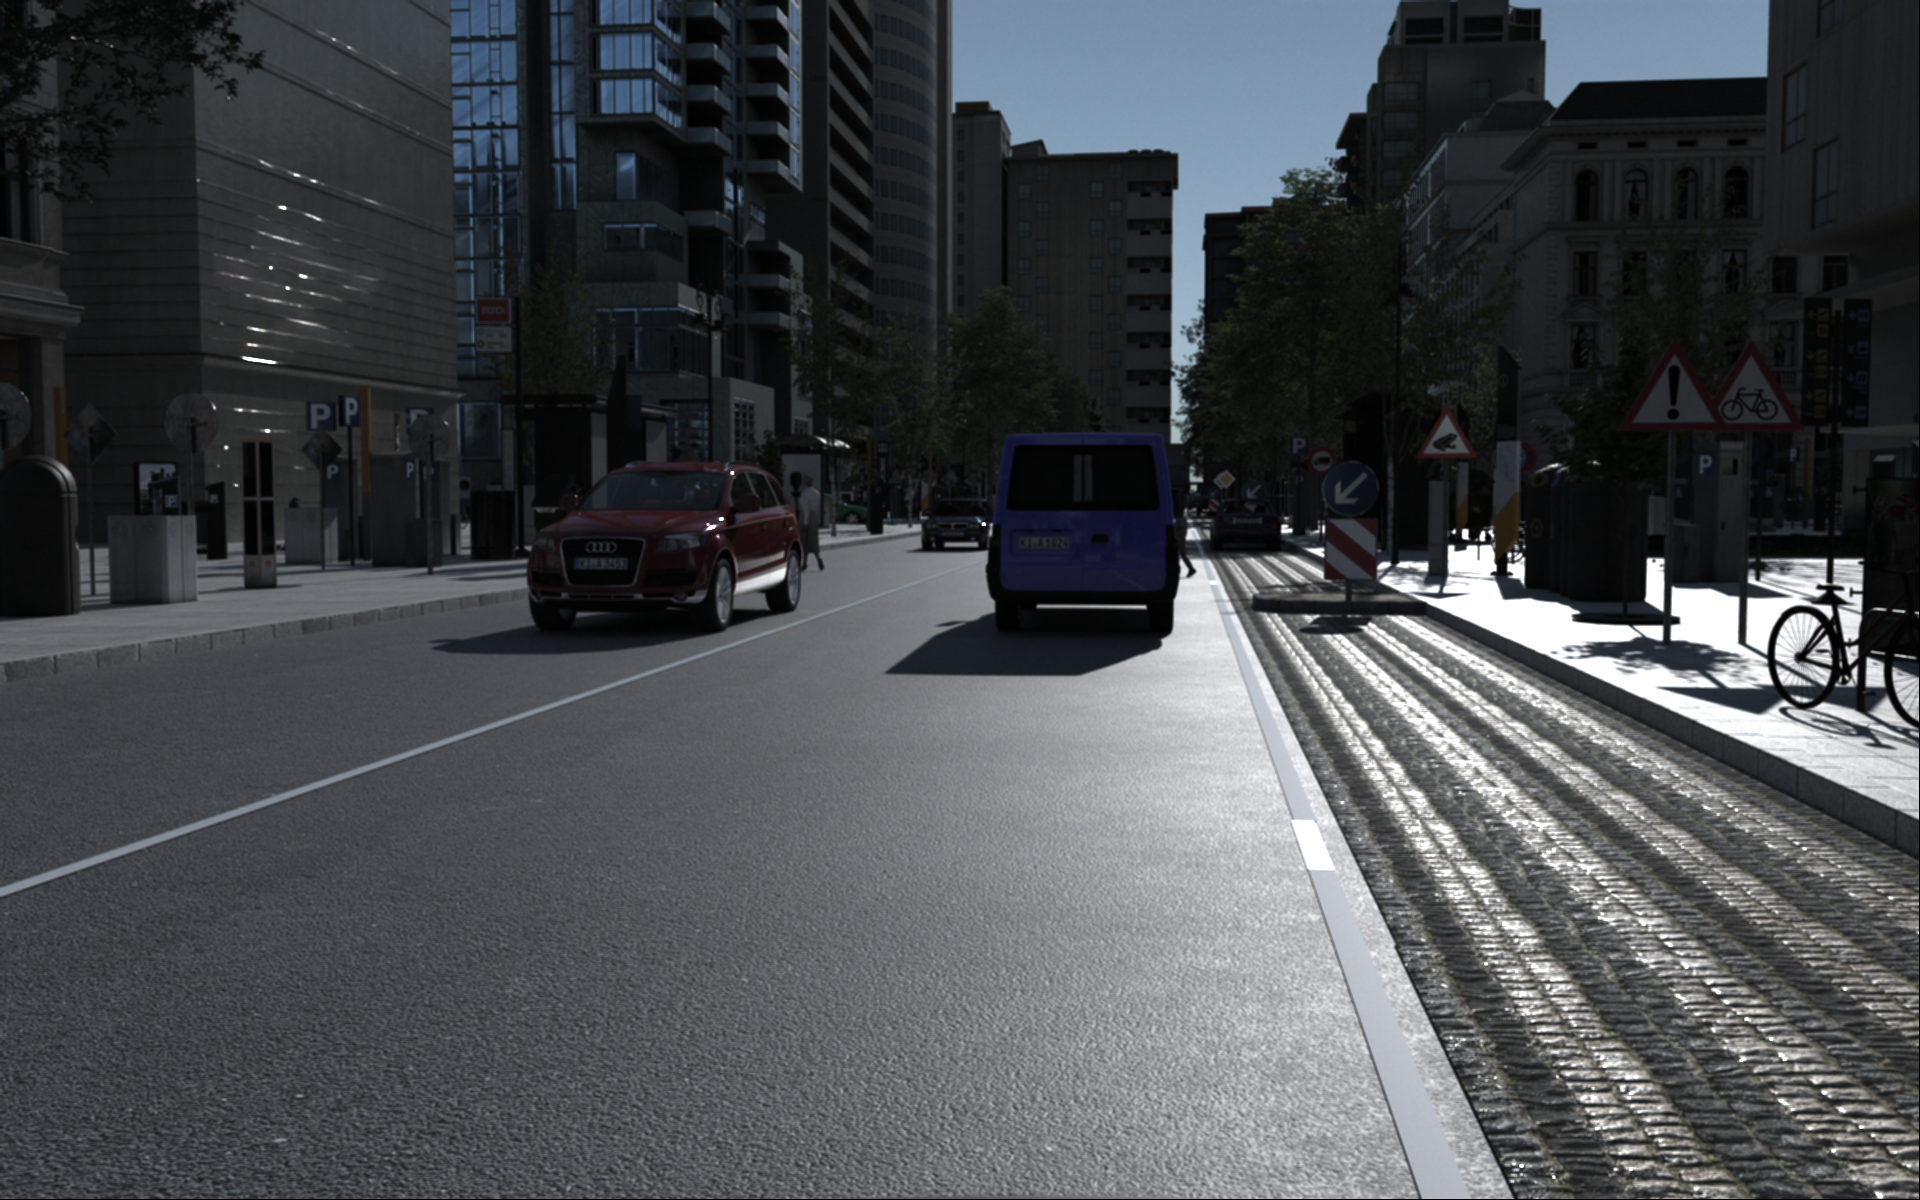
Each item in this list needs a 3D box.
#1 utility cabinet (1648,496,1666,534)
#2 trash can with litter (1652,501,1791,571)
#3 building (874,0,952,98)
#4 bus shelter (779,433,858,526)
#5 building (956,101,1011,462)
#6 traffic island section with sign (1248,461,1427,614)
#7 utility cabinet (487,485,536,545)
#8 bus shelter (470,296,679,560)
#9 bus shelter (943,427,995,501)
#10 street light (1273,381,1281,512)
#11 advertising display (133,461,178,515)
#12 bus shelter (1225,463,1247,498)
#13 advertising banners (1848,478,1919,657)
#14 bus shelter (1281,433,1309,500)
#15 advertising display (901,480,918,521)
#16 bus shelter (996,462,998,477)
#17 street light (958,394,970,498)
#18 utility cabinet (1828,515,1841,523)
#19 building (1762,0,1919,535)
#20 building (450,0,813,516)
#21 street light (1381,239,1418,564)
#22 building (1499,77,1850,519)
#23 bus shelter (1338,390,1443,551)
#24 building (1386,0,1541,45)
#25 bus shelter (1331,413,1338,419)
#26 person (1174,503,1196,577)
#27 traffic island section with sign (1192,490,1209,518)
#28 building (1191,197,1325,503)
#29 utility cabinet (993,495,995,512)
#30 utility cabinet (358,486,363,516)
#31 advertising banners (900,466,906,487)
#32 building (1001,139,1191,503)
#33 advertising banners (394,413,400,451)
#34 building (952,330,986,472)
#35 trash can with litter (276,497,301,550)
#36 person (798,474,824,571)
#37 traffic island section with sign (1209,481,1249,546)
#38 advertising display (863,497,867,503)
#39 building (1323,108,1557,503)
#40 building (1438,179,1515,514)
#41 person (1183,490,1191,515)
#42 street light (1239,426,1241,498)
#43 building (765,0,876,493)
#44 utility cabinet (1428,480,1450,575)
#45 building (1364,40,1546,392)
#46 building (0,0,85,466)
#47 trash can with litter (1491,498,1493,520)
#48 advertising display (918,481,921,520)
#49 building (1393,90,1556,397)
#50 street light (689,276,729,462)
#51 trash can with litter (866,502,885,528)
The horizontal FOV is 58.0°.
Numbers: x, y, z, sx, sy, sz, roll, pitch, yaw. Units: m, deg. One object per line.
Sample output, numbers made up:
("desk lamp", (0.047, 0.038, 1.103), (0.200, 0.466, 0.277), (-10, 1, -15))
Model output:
("utility cabinet", (20.666, -2.477, 51.668), (0.306, 1.237, 1.020), (3, 5, 40))
("trash can with litter", (13.333, -1.152, 29.897), (1.678, 1.210, 2.233), (-1, 4, -14))
("building", (-12.986, -38.467, 170.926), (21.231, 58.520, 28.212), (0, 4, 7))
("bus shelter", (-5.049, -4.075, 60.546), (2.014, 3.302, 5.546), (0, 4, 7))
("building", (-6.631, -44.172, 264.217), (28.212, 58.520, 21.231), (0, 4, 7))
("traffic island section with sign", (4.666, -0.789, 21.525), (1.989, 1.847, 2.006), (0, 4, 7))
("utility cabinet", (-11.172, -2.112, 43.206), (1.173, 1.500, 0.318), (-1, 4, -12))
("bus shelter", (-8.439, -3.679, 37.790), (2.179, 5.291, 8.768), (0, 4, 7))
("bus shelter", (0.383, -7.832, 105.690), (2.179, 5.291, 8.768), (0, 4, 7))
("street light", (12.708, -5.930, 69.746), (0.468, 5.910, 1.993), (0, 4, 7))
("advertising display", (-15.981, -1.789, 34.464), (0.123, 1.923, 0.974), (2, 4, 23))
("bus shelter", (21.152, -8.633, 132.431), (1.731, 3.624, 6.357), (0, 4, 7))
("advertising banners", (8.001, -1.044, 13.258), (2.074, 3.025, 0.090), (3, 4, 37))
("bus shelter", (21.012, -7.932, 107.313), (2.179, 5.291, 8.768), (0, 4, 7))
("advertising display", (-2.455, -4.725, 82.463), (0.123, 1.923, 0.974), (2, 4, 34))
("bus shelter", (2.366, -8.429, 115.441), (2.179, 5.291, 8.768), (0, 4, 7))
("street light", (0.173, -6.572, 80.233), (0.468, 5.910, 1.993), (0, 4, 7))
("utility cabinet", (39.096, -4.015, 76.815), (1.020, 1.237, 0.306), (1, 4, 16))
("building", (36.595, -27.462, 38.250), (28.713, 52.752, 27.495), (0, 4, 7))
("building", (-21.760, -48.743, 109.617), (22.319, 86.520, 31.000), (0, 4, 7))
("street light", (7.998, -3.601, 31.666), (0.468, 5.910, 1.993), (0, 4, 7))
("building", (40.204, -16.178, 93.387), (19.941, 23.489, 11.050), (0, 4, 7))
("bus shelter", (10.420, -3.106, 42.061), (1.731, 3.624, 6.357), (0, 4, 7))
("building", (73.512, -49.879, 253.775), (20.611, 71.187, 20.563), (0, 4, 7))
("bus shelter", (11.622, -3.529, 48.990), (1.731, 3.624, 6.357), (0, 4, 7))
("person", (3.796, -1.047, 29.894), (0.640, 1.303, 0.475), (-1, 4, -21))
("traffic island section with sign", (14.987, -5.775, 103.043), (1.989, 1.847, 2.006), (0, 4, 7))
("building", (49.099, -36.948, 258.715), (28.867, 44.769, 22.147), (0, 4, 7))
("utility cabinet", (2.406, -5.464, 100.499), (1.020, 1.237, 0.306), (0, 4, -1))
("utility cabinet", (-15.865, -2.301, 46.299), (1.173, 1.500, 0.318), (-3, 4, -36))
("advertising banners", (-4.266, -6.955, 109.905), (2.074, 3.025, 0.090), (2, 4, 26))
("building", (21.436, -41.290, 264.330), (27.495, 52.752, 28.713), (0, 4, 7))
("advertising banners", (-12.080, -2.483, 36.786), (0.090, 3.025, 2.074), (0, 4, -7))
("building", (-12.626, -22.102, 206.411), (28.899, 21.520, 27.650), (0, 4, 7))
("trash can with litter", (-15.316, -1.787, 40.282), (1.678, 1.210, 2.233), (-1, 4, -16))
("person", (-2.773, -1.443, 32.314), (0.478, 1.798, 0.641), (-3, 4, -39))
("traffic island section with sign", (8.070, -2.434, 48.423), (1.989, 1.847, 2.006), (0, 4, 7))
("advertising display", (-8.084, -8.528, 144.652), (0.974, 1.923, 0.123), (0, 4, 2))
("building", (53.998, -33.099, 195.786), (22.147, 44.769, 28.867), (0, 4, 7))
("building", (37.643, -15.755, 112.354), (10.420, 20.320, 16.860), (0, 4, 7))
("person", (15.360, -6.599, 117.224), (0.563, 1.720, 0.643), (-1, 4, -23))
("street light", (18.298, -8.593, 113.283), (0.468, 5.910, 1.993), (0, 4, 7))
("building", (-19.432, -31.883, 144.991), (21.300, 48.544, 21.600), (0, 4, 7))
("utility cabinet", (7.652, -1.161, 27.656), (0.318, 1.500, 1.173), (1, 4, 14))
("building", (45.489, -29.189, 160.827), (14.154, 41.232, 14.086), (0, 4, 7))
("building", (-26.582, -10.273, 18.875), (10.553, 20.767, 40.483), (0, 4, 7))
("trash can with litter", (26.956, -4.611, 86.775), (0.624, 1.170, 1.055), (1, 4, 21))
("advertising display", (-2.086, -4.908, 85.467), (0.123, 1.923, 0.974), (-1, 4, -13))
("building", (41.195, -21.897, 135.502), (11.434, 29.767, 29.804), (0, 4, 7))
("street light", (-5.312, -3.917, 36.836), (0.468, 5.910, 1.993), (0, 4, 7))
("trash can with litter", (-3.259, -3.348, 66.124), (0.624, 1.170, 1.055), (1, 4, 9))
